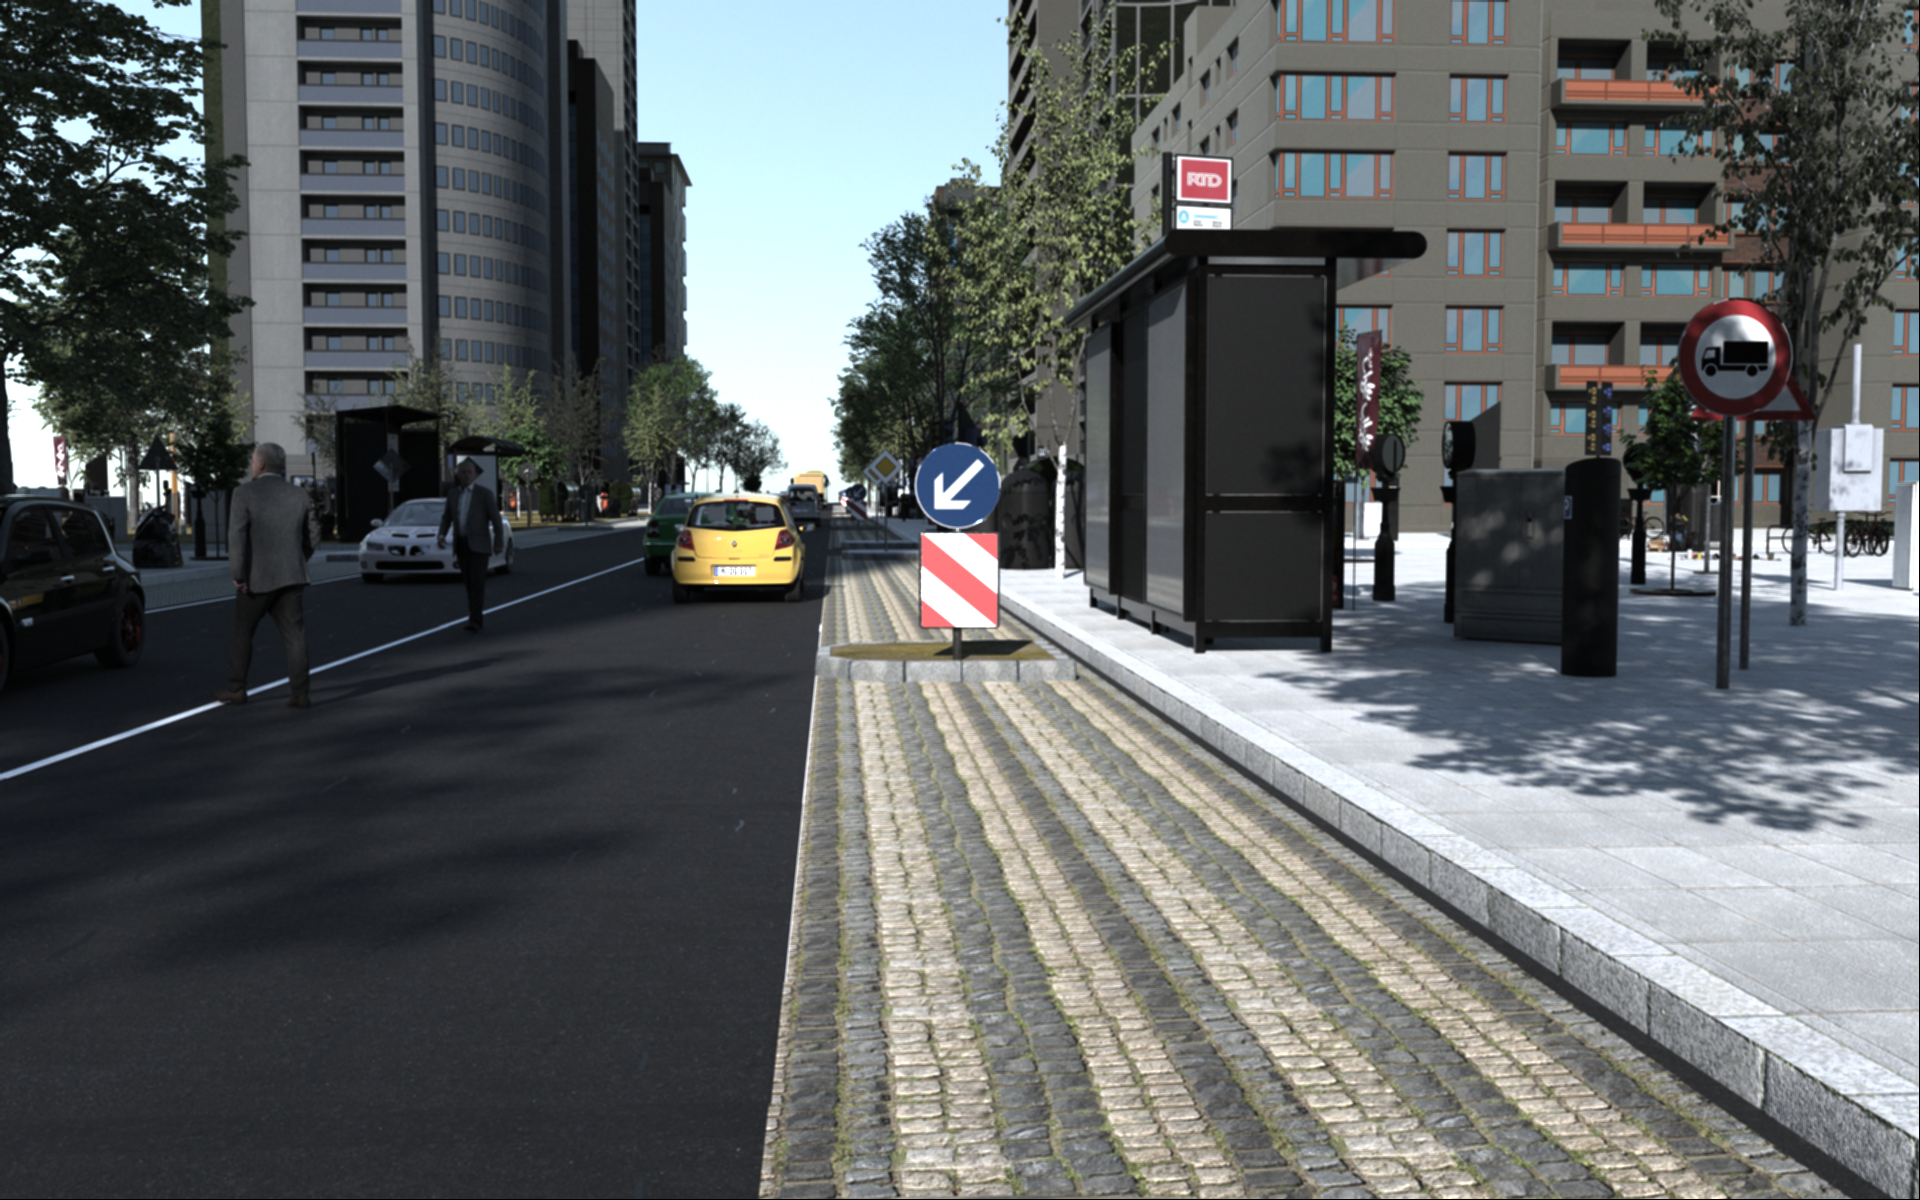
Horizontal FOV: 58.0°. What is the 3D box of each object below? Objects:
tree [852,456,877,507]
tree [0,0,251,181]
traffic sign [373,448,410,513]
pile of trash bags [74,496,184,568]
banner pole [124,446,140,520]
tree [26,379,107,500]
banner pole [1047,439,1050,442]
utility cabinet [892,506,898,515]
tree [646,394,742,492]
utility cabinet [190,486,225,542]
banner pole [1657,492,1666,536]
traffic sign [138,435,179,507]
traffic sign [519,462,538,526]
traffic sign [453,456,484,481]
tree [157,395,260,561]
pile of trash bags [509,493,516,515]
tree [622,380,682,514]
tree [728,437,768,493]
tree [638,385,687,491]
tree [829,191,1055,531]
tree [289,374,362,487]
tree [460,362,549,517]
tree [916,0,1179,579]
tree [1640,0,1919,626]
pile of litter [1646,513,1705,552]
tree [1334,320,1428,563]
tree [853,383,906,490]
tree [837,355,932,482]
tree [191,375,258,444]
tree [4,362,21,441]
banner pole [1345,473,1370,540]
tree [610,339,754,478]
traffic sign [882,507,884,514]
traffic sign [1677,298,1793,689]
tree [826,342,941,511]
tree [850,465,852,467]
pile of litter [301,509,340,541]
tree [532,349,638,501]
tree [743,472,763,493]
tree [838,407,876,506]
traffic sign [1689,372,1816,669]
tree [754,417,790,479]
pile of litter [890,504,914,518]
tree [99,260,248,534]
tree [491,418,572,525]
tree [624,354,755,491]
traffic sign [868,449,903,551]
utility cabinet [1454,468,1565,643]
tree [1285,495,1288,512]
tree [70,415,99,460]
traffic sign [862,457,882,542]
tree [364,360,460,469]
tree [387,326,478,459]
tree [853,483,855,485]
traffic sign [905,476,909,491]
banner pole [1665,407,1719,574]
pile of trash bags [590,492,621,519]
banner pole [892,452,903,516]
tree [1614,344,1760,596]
[{"bbox_3d":[-9.149,-13.987,179.050,4.360,8.622,3.978,0,3,0],"label":"tree"},{"bbox_3d":[-14.702,-6.559,25.368,7.486,12.596,7.792,0,3,0],"label":"tree"},{"bbox_3d":[-12.425,-2.095,37.890,0.795,2.450,0.064,0,4,-4],"label":"traffic sign"},{"bbox_3d":[-15.417,-1.265,30.432,3.447,1.369,1.912,-1,4,-10],"label":"pile of trash bags"},{"bbox_3d":[-41.595,-5.925,86.896,0.863,3.779,0.401,-1,4,-12],"label":"banner pole"},{"bbox_3d":[-44.548,-8.361,87.067,4.737,8.622,4.395,0,3,0],"label":"tree"},{"bbox_3d":[3.869,-5.456,79.216,0.863,3.779,0.401,3,4,39],"label":"banner pole"},{"bbox_3d":[-3.567,-5.726,104.786,1.020,1.237,0.306,0,4,3],"label":"utility cabinet"},{"bbox_3d":[-23.508,-13.299,151.845,8.767,10.594,7.601,-1,4,-15],"label":"tree"},{"bbox_3d":[-19.562,-2.254,45.530,1.173,1.500,0.318,0,4,2],"label":"utility cabinet"},{"bbox_3d":[21.664,-3.870,53.298,0.401,3.779,0.863,0,4,8],"label":"banner pole"},{"bbox_3d":[-17.786,-2.350,38.429,0.884,2.594,0.081,0,4,-3],"label":"traffic sign"},{"bbox_3d":[-17.165,-4.204,68.846,0.768,2.556,0.104,0,4,5],"label":"traffic sign"},{"bbox_3d":[-13.003,-2.582,45.854,0.795,2.450,0.064,0,4,-4],"label":"traffic sign"},{"bbox_3d":[-14.395,-2.394,33.742,1.663,3.219,1.824,0,3,0],"label":"tree"},{"bbox_3d":[-28.003,-5.719,103.257,3.447,1.369,1.912,-1,4,-21],"label":"pile of trash bags"},{"bbox_3d":[-20.142,-9.912,112.420,4.737,8.622,4.395,0,3,0],"label":"tree"},{"bbox_3d":[-26.708,-15.857,209.627,4.737,8.622,4.395,0,3,0],"label":"tree"},{"bbox_3d":[-20.708,-10.248,117.920,4.360,8.622,3.978,0,3,0],"label":"tree"},{"bbox_3d":[-0.519,-8.201,59.848,9.928,11.665,9.643,0,3,0],"label":"tree"},{"bbox_3d":[-39.210,-9.609,107.472,4.360,8.622,3.978,0,3,0],"label":"tree"},{"bbox_3d":[-24.565,-8.909,96.025,4.737,8.622,4.395,0,3,0],"label":"tree"},{"bbox_3d":[1.464,-4.642,26.252,4.737,8.622,4.395,0,3,0],"label":"tree"},{"bbox_3d":[8.436,-4.057,16.699,4.360,8.622,3.978,0,3,0],"label":"tree"},{"bbox_3d":[15.906,-1.514,38.726,1.719,0.858,1.176,1,4,12],"label":"pile of litter"},{"bbox_3d":[7.212,-3.003,32.818,4.285,4.588,4.351,0,3,0],"label":"tree"},{"bbox_3d":[-3.923,-9.591,107.168,4.737,8.622,4.395,0,3,0],"label":"tree"},{"bbox_3d":[-4.637,-11.031,114.768,7.601,10.594,8.767,0,4,5],"label":"tree"},{"bbox_3d":[-44.905,-9.495,105.607,4.737,8.622,4.395,0,3,0],"label":"tree"},{"bbox_3d":[-44.801,-7.858,78.835,4.360,8.622,3.978,0,3,0],"label":"tree"},{"bbox_3d":[11.155,-3.589,48.691,0.863,3.779,0.401,-2,4,-24],"label":"banner pole"},{"bbox_3d":[-23.097,-13.940,138.282,12.009,13.543,11.850,0,3,0],"label":"tree"},{"bbox_3d":[-4.880,-6.704,109.721,0.768,2.556,0.104,0,4,4],"label":"traffic sign"},{"bbox_3d":[5.031,-0.688,11.348,0.768,2.556,0.104,0,4,-3],"label":"traffic sign"},{"bbox_3d":[-5.545,-13.950,134.734,9.857,13.997,8.962,0,3,0],"label":"tree"},{"bbox_3d":[-13.861,-17.593,238.005,4.737,8.622,4.395,0,3,0],"label":"tree"},{"bbox_3d":[-17.729,-2.070,47.815,1.176,0.858,1.719,-1,4,-19],"label":"pile of litter"},{"bbox_3d":[-19.058,-8.366,87.151,4.360,8.622,3.978,0,3,0],"label":"tree"},{"bbox_3d":[-31.146,-16.881,259.719,4.285,4.588,4.351,0,3,0],"label":"tree"},{"bbox_3d":[-9.586,-16.629,190.014,7.486,12.596,7.792,0,3,0],"label":"tree"},{"bbox_3d":[5.749,-0.772,12.626,0.884,2.594,0.081,0,4,5],"label":"traffic sign"},{"bbox_3d":[-32.476,-22.273,274.539,12.009,13.543,11.850,0,3,0],"label":"tree"},{"bbox_3d":[-3.070,-4.799,92.429,1.176,0.858,1.719,-1,4,-22],"label":"pile of litter"},{"bbox_3d":[-24.758,-6.399,54.982,4.360,8.622,3.978,0,3,0],"label":"tree"},{"bbox_3d":[-18.234,-5.470,73.151,4.285,4.588,4.351,0,3,0],"label":"tree"},{"bbox_3d":[-21.159,-12.367,127.952,9.928,11.665,9.643,0,3,0],"label":"tree"},{"bbox_3d":[-1.658,-2.141,38.647,0.795,2.450,0.064,0,4,-4],"label":"traffic sign"},{"bbox_3d":[4.886,-0.384,14.963,1.173,1.500,0.318,3,5,42],"label":"utility cabinet"},{"bbox_3d":[16.813,-5.764,88.846,1.663,3.219,1.824,0,3,0],"label":"tree"},{"bbox_3d":[-39.123,-7.946,80.286,4.360,8.622,3.978,0,3,0],"label":"tree"},{"bbox_3d":[-2.235,-2.628,46.611,0.795,2.450,0.064,0,4,-4],"label":"traffic sign"},{"bbox_3d":[-30.459,-9.058,98.464,4.737,8.622,4.395,0,3,0],"label":"tree"},{"bbox_3d":[-23.374,-7.697,76.207,4.360,8.622,3.978,0,3,0],"label":"tree"},{"bbox_3d":[-15.118,-15.808,253.061,1.663,3.219,1.824,0,3,0],"label":"tree"},{"bbox_3d":[-3.601,-7.450,121.906,0.768,2.556,0.104,0,4,-4],"label":"traffic sign"},{"bbox_3d":[11.972,-2.326,28.055,0.401,3.779,0.863,-1,4,-19],"label":"banner pole"},{"bbox_3d":[-18.871,-5.003,91.552,1.912,1.369,3.447,-1,4,-16],"label":"pile of trash bags"},{"bbox_3d":[-3.659,-6.932,103.358,0.863,3.779,0.401,0,4,-6],"label":"banner pole"},{"bbox_3d":[9.010,-1.679,22.049,1.663,3.219,1.824,0,3,0],"label":"tree"}]
